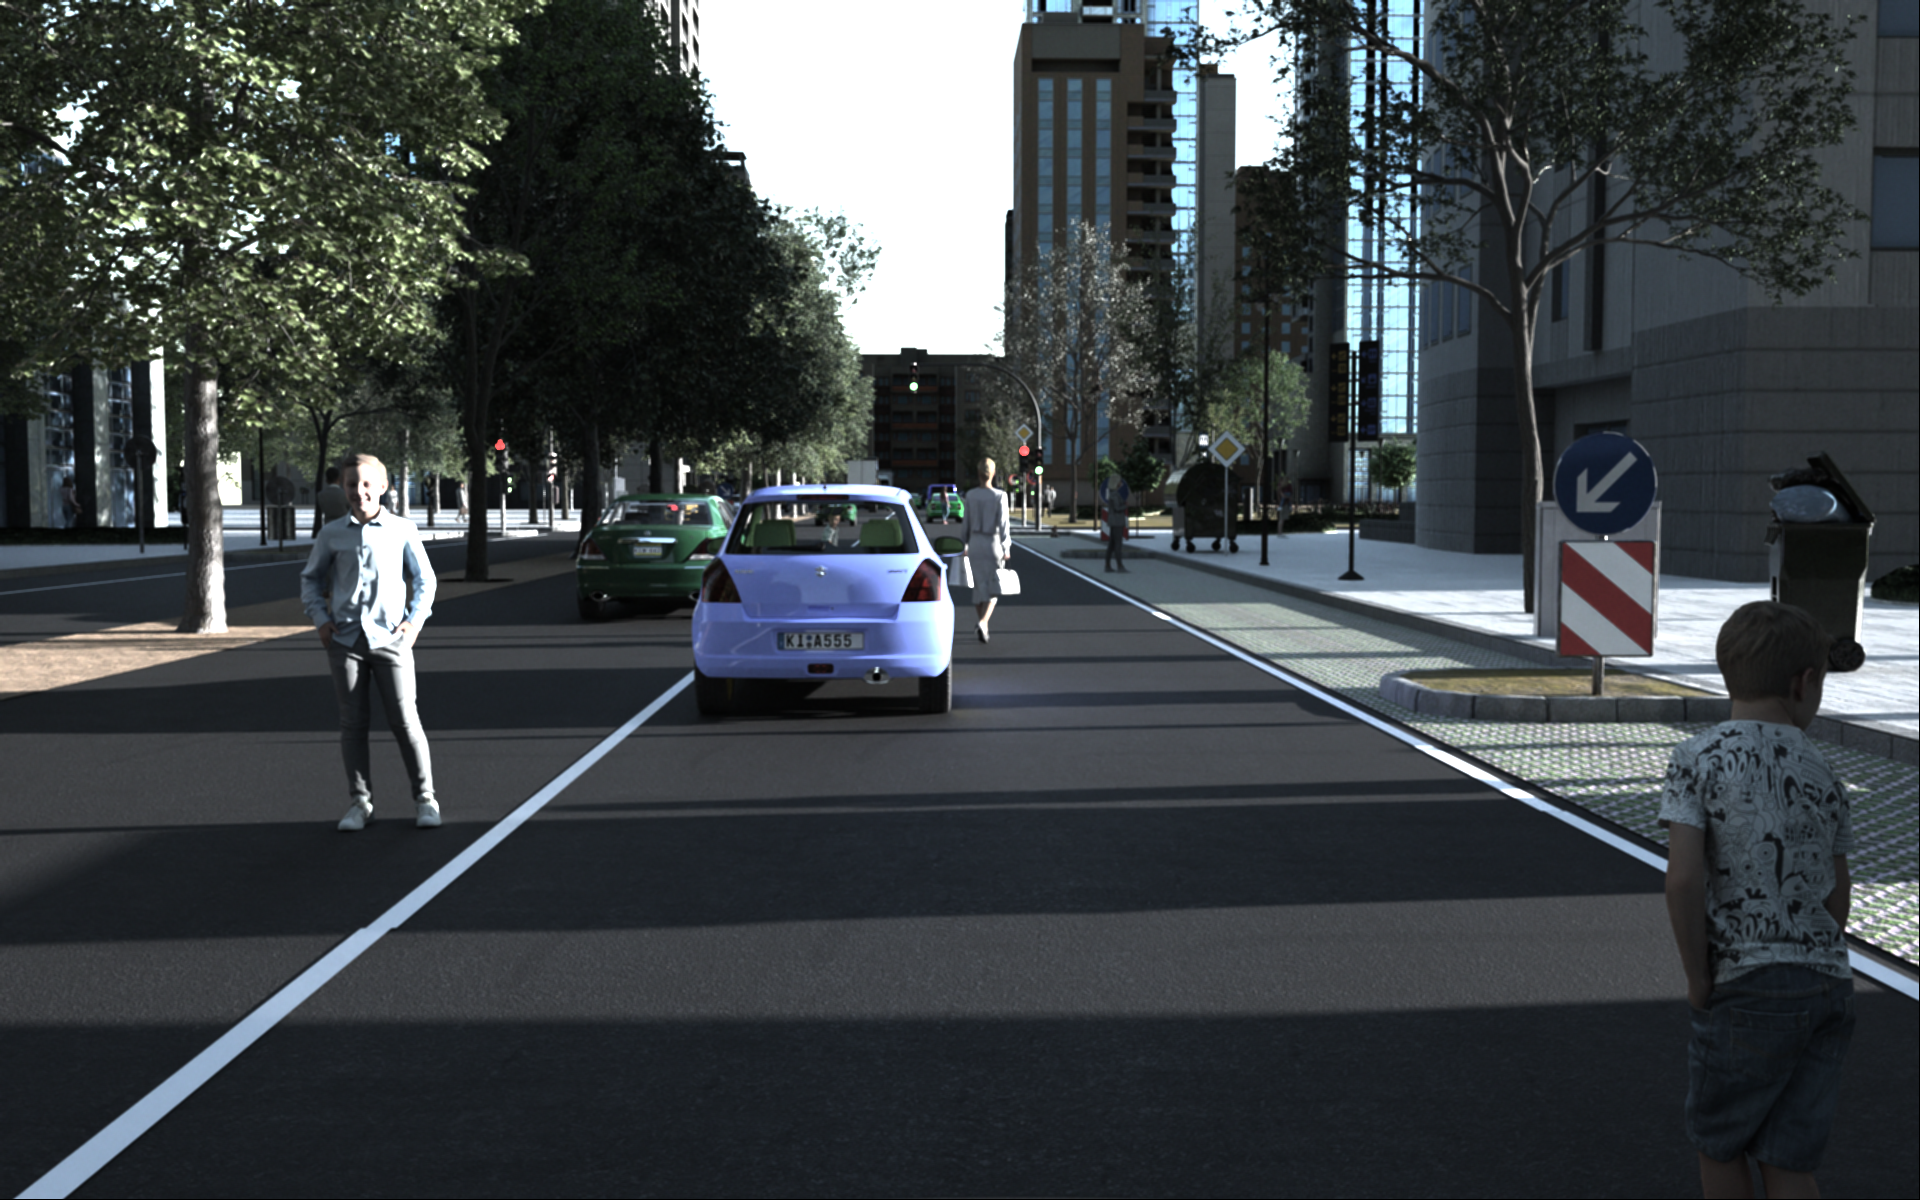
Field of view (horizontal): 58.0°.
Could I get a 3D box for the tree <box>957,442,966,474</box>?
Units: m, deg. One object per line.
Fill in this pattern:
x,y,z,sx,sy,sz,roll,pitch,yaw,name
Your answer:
1.607,-15.938,210.951,4.737,8.622,4.395,0,3,0,tree

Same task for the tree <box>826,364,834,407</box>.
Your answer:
-8.386,-7.837,47.597,9.611,12.733,9.660,0,3,0,tree

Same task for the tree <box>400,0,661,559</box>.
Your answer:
-8.117,-7.244,37.907,9.611,12.733,9.660,0,3,0,tree

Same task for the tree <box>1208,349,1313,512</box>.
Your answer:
21.311,-12.069,123.087,9.928,11.665,9.643,0,3,0,tree

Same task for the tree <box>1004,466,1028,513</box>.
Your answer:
3.866,-7.568,118.331,1.663,3.219,1.824,0,3,0,tree

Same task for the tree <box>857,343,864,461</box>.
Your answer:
-9.913,-11.211,92.417,9.857,13.997,8.962,0,3,0,tree

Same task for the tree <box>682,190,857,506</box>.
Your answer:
-9.168,-10.051,73.448,9.857,13.997,8.962,0,3,0,tree

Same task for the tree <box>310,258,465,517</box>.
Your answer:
-30.746,-11.535,95.245,9.857,13.997,8.962,0,3,0,tree

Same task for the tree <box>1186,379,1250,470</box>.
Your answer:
16.333,-9.850,111.413,4.737,8.622,4.395,0,3,0,tree

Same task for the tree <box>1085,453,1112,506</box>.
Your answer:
11.462,-9.437,138.008,4.285,4.588,4.351,0,3,0,tree

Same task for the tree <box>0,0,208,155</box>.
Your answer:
-7.707,-4.496,10.387,8.767,10.594,7.601,0,4,-1,tree

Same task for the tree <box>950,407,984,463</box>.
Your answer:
3.395,-12.214,134.113,8.767,10.594,7.601,0,4,-1,tree

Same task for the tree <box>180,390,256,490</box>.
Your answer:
-41.269,-8.938,96.495,4.737,8.622,4.395,0,3,0,tree

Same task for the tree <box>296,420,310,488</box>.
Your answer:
-43.562,-10.355,119.667,4.360,8.622,3.978,0,3,0,tree

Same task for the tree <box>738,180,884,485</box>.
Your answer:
-11.313,-15.063,104.627,12.611,20.169,13.585,0,3,0,tree

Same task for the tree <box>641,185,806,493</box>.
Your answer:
-9.261,-8.295,56.214,7.486,12.596,7.792,0,3,0,tree

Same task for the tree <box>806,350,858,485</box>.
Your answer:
-10.635,-11.911,115.328,7.486,12.596,7.792,0,3,0,tree

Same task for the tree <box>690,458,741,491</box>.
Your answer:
-20.476,-11.760,142.643,4.737,8.622,4.395,0,3,0,tree

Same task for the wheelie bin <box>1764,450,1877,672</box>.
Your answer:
6.296,-0.296,12.743,0.693,1.594,0.980,1,4,17,wheelie bin

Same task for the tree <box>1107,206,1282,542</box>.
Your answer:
5.808,-5.774,44.762,4.360,8.622,3.978,0,3,0,tree

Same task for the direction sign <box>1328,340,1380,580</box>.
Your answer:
5.866,-2.071,25.862,0.379,3.537,0.876,-3,5,-41,direction sign

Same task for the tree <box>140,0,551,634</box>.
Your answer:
-7.926,-5.955,17.952,7.486,12.596,7.792,0,3,0,tree

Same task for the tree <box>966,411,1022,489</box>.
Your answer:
3.582,-12.360,152.442,4.737,8.622,4.395,0,3,0,tree

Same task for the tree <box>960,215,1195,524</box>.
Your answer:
5.058,-10.098,75.465,12.009,13.543,11.850,0,3,0,tree

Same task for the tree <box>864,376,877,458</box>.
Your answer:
-10.418,-13.183,124.647,9.857,13.997,8.962,0,3,0,tree

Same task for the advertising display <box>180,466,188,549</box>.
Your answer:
-17.581,-2.118,39.842,0.974,1.923,0.123,2,4,32,advertising display

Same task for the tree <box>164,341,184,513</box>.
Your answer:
-67.090,-14.269,135.124,18.604,14.587,13.155,0,4,-5,tree

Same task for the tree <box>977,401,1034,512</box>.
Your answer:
3.616,-10.804,127.007,4.360,8.622,3.978,0,3,0,tree

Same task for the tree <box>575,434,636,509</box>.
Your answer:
-22.565,-9.858,111.535,4.360,8.622,3.978,0,3,0,tree

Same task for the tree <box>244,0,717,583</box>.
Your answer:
-7.753,-6.087,27.737,9.928,11.665,9.643,0,3,0,tree

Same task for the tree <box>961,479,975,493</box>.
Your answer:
0.915,-13.594,216.855,1.663,3.219,1.824,0,3,0,tree

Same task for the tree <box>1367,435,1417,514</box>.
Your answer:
24.178,-6.895,96.450,4.285,4.588,4.351,0,3,0,tree

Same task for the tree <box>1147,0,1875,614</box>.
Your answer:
5.993,-5.150,18.608,7.601,10.594,8.767,3,5,39,tree

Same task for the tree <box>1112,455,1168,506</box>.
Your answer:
13.974,-8.996,130.793,4.285,4.588,4.351,0,3,0,tree

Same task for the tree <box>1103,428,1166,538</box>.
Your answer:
5.274,-3.413,50.407,1.663,3.219,1.824,0,3,0,tree

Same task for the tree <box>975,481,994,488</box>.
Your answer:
2.882,-11.808,187.663,1.663,3.219,1.824,0,3,0,tree

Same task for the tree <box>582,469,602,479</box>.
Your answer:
-27.033,-10.725,125.716,4.737,8.622,4.395,0,3,0,tree

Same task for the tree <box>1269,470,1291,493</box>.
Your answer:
25.868,-8.837,139.092,1.663,3.219,1.824,0,3,0,tree

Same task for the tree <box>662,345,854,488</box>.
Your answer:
-9.219,-8.950,83.208,8.767,10.594,7.601,0,4,-1,tree

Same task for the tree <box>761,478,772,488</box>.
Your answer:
-22.245,-12.784,203.623,1.663,3.219,1.824,0,3,0,tree

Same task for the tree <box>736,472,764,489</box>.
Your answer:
-21.659,-11.932,178.803,4.285,4.588,4.351,0,3,0,tree
